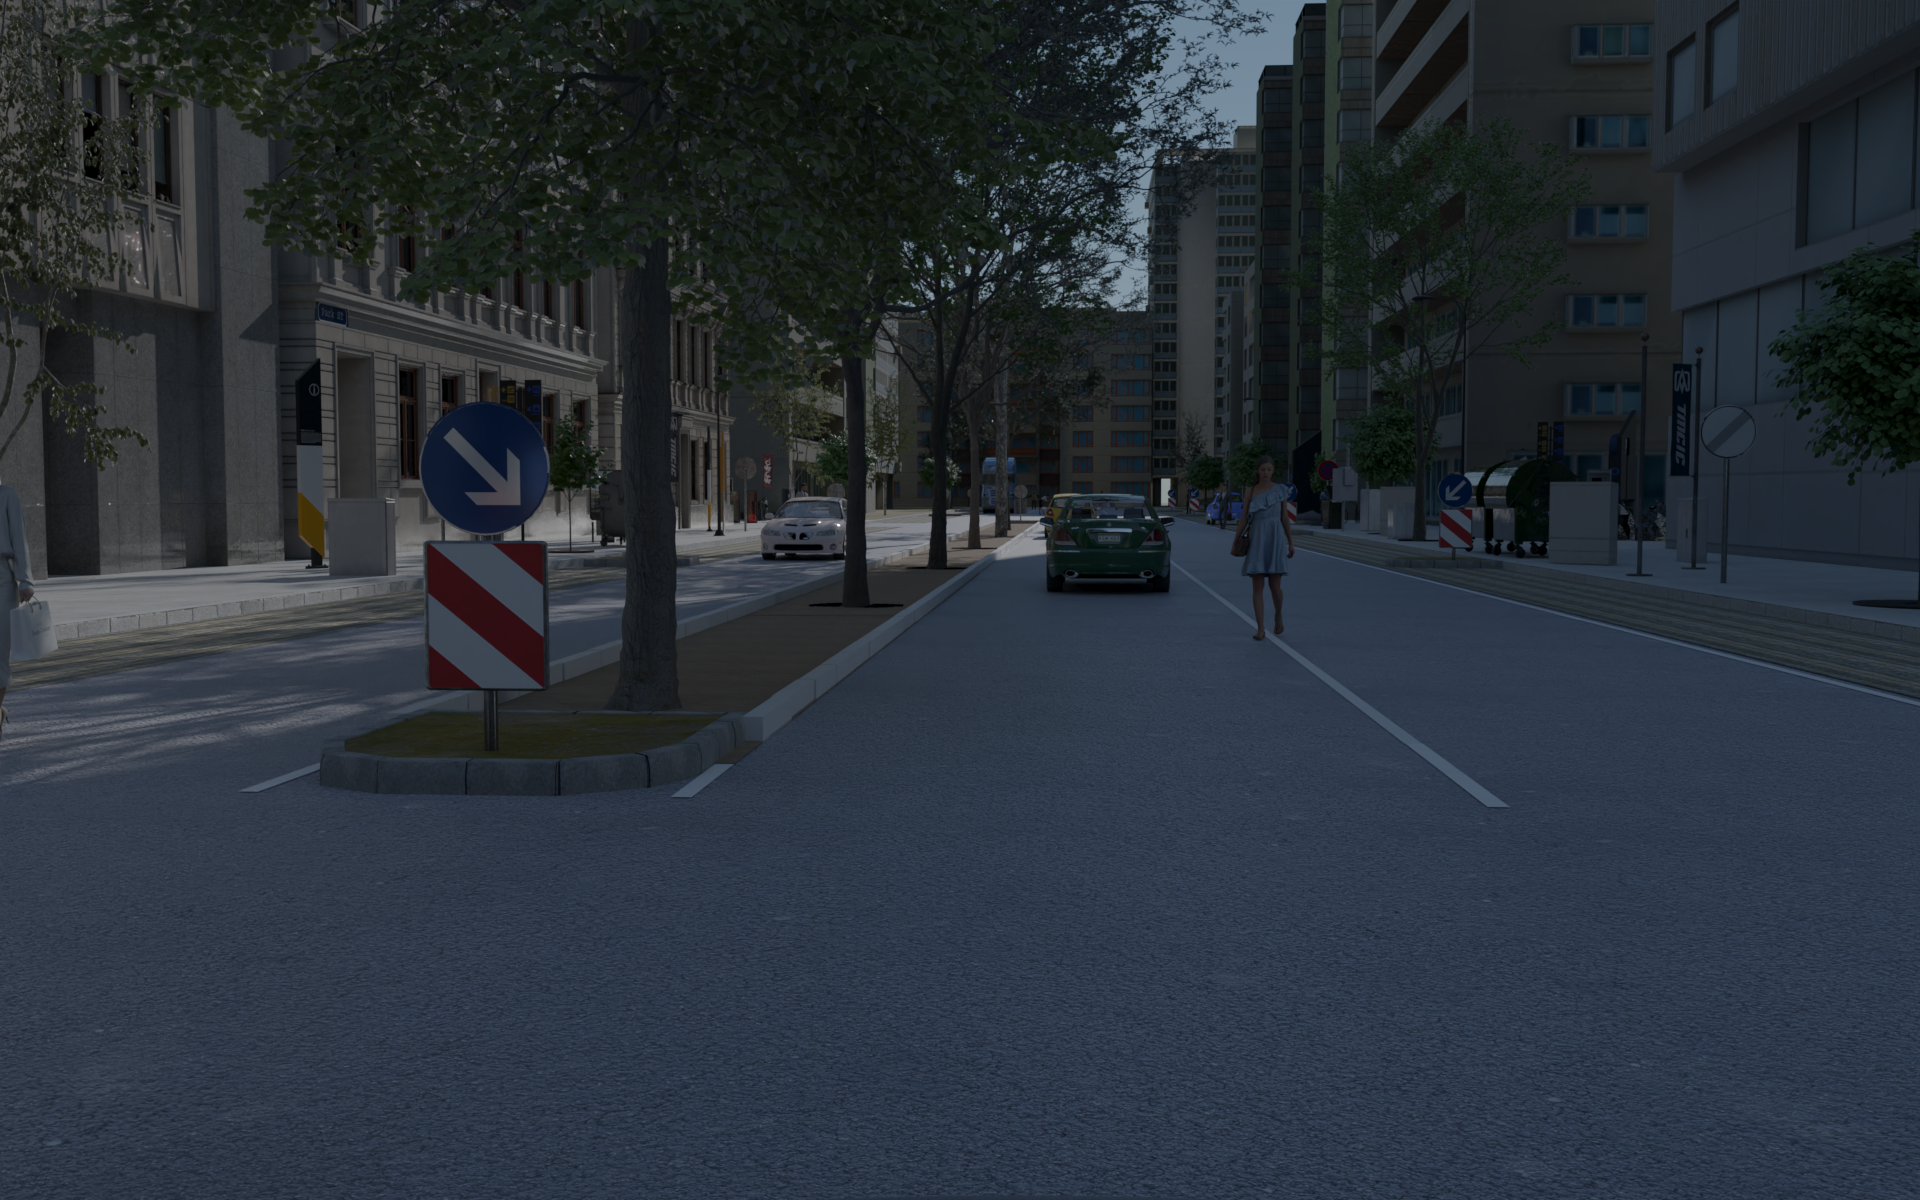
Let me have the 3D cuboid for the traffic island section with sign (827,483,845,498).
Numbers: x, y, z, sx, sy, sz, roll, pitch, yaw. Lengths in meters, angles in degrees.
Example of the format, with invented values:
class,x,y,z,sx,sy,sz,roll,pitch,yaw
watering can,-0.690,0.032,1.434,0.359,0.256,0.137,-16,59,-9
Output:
class,x,y,z,sx,sy,sz,roll,pitch,yaw
traffic island section with sign,-4.427,-3.247,61.719,1.989,1.847,2.006,0,4,4

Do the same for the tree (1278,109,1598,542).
class,x,y,z,sx,sy,sz,roll,pitch,yaw
tree,12.640,-7.395,46.671,9.928,11.665,9.643,0,3,0

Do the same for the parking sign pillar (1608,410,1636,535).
class,x,y,z,sx,sy,sz,roll,pitch,yaw
parking sign pillar,21.094,-4.082,55.219,1.447,3.967,1.447,3,5,40

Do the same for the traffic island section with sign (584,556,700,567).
class,x,y,z,sx,sy,sz,roll,pitch,yaw
traffic island section with sign,-6.309,-1.596,34.718,1.989,1.847,2.006,0,4,4

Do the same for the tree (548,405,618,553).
class,x,y,z,sx,sy,sz,roll,pitch,yaw
tree,-8.558,-2.639,37.752,1.663,3.219,1.824,0,3,0

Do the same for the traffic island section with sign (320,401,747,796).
class,x,y,z,sx,sy,sz,roll,pitch,yaw
traffic island section with sign,-2.293,-0.064,9.178,2.006,1.907,1.989,0,4,4

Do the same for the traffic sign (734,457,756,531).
class,x,y,z,sx,sy,sz,roll,pitch,yaw
traffic sign,-7.371,-3.629,59.433,0.768,2.556,0.104,0,4,8

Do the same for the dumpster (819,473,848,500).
class,x,y,z,sx,sy,sz,roll,pitch,yaw
dumpster,-5.600,-4.670,78.843,1.502,2.255,1.985,0,4,4

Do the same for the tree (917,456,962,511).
class,x,y,z,sx,sy,sz,roll,pitch,yaw
tree,-1.467,-10.175,150.082,4.285,4.588,4.351,0,3,0

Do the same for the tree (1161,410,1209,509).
class,x,y,z,sx,sy,sz,roll,pitch,yaw
tree,19.479,-12.083,147.923,4.360,8.622,3.978,0,3,0

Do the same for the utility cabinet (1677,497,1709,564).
class,x,y,z,sx,sy,sz,roll,pitch,yaw
utility cabinet,13.702,-1.301,32.430,0.306,1.237,1.020,1,4,8

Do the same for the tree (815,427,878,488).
class,x,y,z,sx,sy,sz,roll,pitch,yaw
tree,-5.612,-6.176,84.685,4.285,4.588,4.351,0,3,0

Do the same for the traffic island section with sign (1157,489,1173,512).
class,x,y,z,sx,sy,sz,roll,pitch,yaw
traffic island section with sign,16.649,-7.871,137.319,1.989,1.847,2.006,0,4,4

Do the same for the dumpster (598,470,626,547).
class,x,y,z,sx,sy,sz,roll,pitch,yaw
dumpster,-8.154,-2.270,42.870,1.264,1.857,1.865,0,4,4

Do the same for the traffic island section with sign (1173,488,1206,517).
class,x,y,z,sx,sy,sz,roll,pitch,yaw
traffic island section with sign,14.773,-6.226,110.429,1.989,1.847,2.006,0,4,4

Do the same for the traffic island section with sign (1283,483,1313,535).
class,x,y,z,sx,sy,sz,roll,pitch,yaw
traffic island section with sign,11.322,-3.199,60.928,1.989,1.847,2.006,0,4,4

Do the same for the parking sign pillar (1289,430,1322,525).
class,x,y,z,sx,sy,sz,roll,pitch,yaw
parking sign pillar,14.490,-5.155,72.763,1.447,3.967,1.447,-1,4,-14

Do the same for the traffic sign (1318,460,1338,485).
class,x,y,z,sx,sy,sz,roll,pitch,yaw
traffic sign,13.913,-4.002,65.534,0.768,2.556,0.104,0,4,6

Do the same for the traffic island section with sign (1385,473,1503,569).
class,x,y,z,sx,sy,sz,roll,pitch,yaw
traffic island section with sign,9.457,-1.554,34.037,1.989,1.847,2.006,0,4,4

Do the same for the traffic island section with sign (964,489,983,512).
class,x,y,z,sx,sy,sz,roll,pitch,yaw
traffic island section with sign,0.960,-7.975,139.019,1.989,1.847,2.006,0,4,4

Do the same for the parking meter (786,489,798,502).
class,x,y,z,sx,sy,sz,roll,pitch,yaw
parking meter,-7.569,-4.323,79.098,0.372,1.533,0.369,0,3,0

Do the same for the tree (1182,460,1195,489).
class,x,y,z,sx,sy,sz,roll,pitch,yaw
tree,18.030,-8.746,126.713,4.285,4.588,4.351,0,3,0

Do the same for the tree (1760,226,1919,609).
class,x,y,z,sx,sy,sz,roll,pitch,yaw
tree,11.037,-2.207,19.796,4.285,4.588,4.351,0,3,0

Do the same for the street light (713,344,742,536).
class,x,y,z,sx,sy,sz,roll,pitch,yaw
street light,-6.823,-4.906,52.753,1.470,5.913,1.316,0,4,4

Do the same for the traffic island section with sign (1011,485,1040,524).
class,x,y,z,sx,sy,sz,roll,pitch,yaw
traffic island section with sign,2.920,-4.648,84.136,2.006,1.907,1.989,0,4,4

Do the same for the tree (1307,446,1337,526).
class,x,y,z,sx,sy,sz,roll,pitch,yaw
tree,14.592,-4.605,69.897,1.663,3.219,1.824,0,3,0

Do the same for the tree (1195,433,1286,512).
class,x,y,z,sx,sy,sz,roll,pitch,yaw
tree,15.619,-6.642,92.314,4.285,4.588,4.351,0,3,0

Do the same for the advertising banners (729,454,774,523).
class,x,y,z,sx,sy,sz,roll,pitch,yaw
advertising banners,-9.198,-4.898,76.266,2.074,3.025,0.090,0,4,2

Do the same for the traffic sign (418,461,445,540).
class,x,y,z,sx,sy,sz,roll,pitch,yaw
traffic sign,-8.869,-1.815,29.686,0.884,2.594,0.081,1,4,9

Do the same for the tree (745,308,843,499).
class,x,y,z,sx,sy,sz,roll,pitch,yaw
tree,-6.562,-7.186,67.854,4.360,8.622,3.978,0,3,0

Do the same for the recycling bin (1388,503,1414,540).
class,x,y,z,sx,sy,sz,roll,pitch,yaw
recycling bin,12.590,-2.241,49.199,0.722,1.027,0.722,0,4,0

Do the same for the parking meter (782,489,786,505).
class,x,y,z,sx,sy,sz,roll,pitch,yaw
parking meter,-8.210,-4.483,81.701,0.372,1.533,0.369,0,3,0

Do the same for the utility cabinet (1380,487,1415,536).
class,x,y,z,sx,sy,sz,roll,pitch,yaw
utility cabinet,13.372,-2.684,52.560,1.173,1.500,0.318,2,4,32

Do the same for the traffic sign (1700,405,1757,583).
class,x,y,z,sx,sy,sz,roll,pitch,yaw
traffic sign,10.989,-1.513,24.851,0.768,2.556,0.104,1,4,10

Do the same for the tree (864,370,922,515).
class,x,y,z,sx,sy,sz,roll,pitch,yaw
tree,-4.429,-9.390,103.894,4.737,8.622,4.395,0,3,0

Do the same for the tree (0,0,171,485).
class,x,y,z,sx,sy,sz,roll,pitch,yaw
tree,-10.468,-4.171,18.553,4.360,8.622,3.978,0,3,0

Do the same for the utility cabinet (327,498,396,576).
class,x,y,z,sx,sy,sz,roll,pitch,yaw
utility cabinet,-9.427,-0.988,27.319,1.020,1.237,0.306,1,4,12

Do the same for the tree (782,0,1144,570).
class,x,y,z,sx,sy,sz,roll,pitch,yaw
tree,-0.321,-6.373,32.405,9.928,11.665,9.643,0,3,0

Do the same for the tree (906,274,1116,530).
class,x,y,z,sx,sy,sz,roll,pitch,yaw
tree,1.918,-8.015,67.914,8.767,10.594,7.601,0,4,4

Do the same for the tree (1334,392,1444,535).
class,x,y,z,sx,sy,sz,roll,pitch,yaw
tree,13.684,-4.376,55.269,4.285,4.588,4.351,0,3,0

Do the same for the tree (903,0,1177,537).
class,x,y,z,sx,sy,sz,roll,pitch,yaw
tree,0.209,-12.182,57.529,12.611,20.169,13.585,0,3,0

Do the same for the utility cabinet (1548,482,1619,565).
class,x,y,z,sx,sy,sz,roll,pitch,yaw
utility cabinet,11.334,-1.395,31.483,0.318,1.500,1.173,-3,5,-42

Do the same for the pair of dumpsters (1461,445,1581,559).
class,x,y,z,sx,sy,sz,roll,pitch,yaw
pair of dumpsters,11.697,-2.072,36.368,1.574,2.255,4.437,0,4,4

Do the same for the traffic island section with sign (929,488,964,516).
class,x,y,z,sx,sy,sz,roll,pitch,yaw
traffic island section with sign,-0.957,-6.296,111.562,1.989,1.847,2.006,0,4,4

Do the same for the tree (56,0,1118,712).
class,x,y,z,sx,sy,sz,roll,pitch,yaw
tree,-2.151,-5.565,11.576,7.486,12.596,7.792,0,3,0

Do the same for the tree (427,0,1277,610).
class,x,y,z,sx,sy,sz,roll,pitch,yaw
tree,-1.292,-6.637,21.340,12.009,13.543,11.850,0,3,0

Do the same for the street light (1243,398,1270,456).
class,x,y,z,sx,sy,sz,roll,pitch,yaw
street light,14.318,-6.785,83.471,1.470,5.913,1.316,0,4,4
